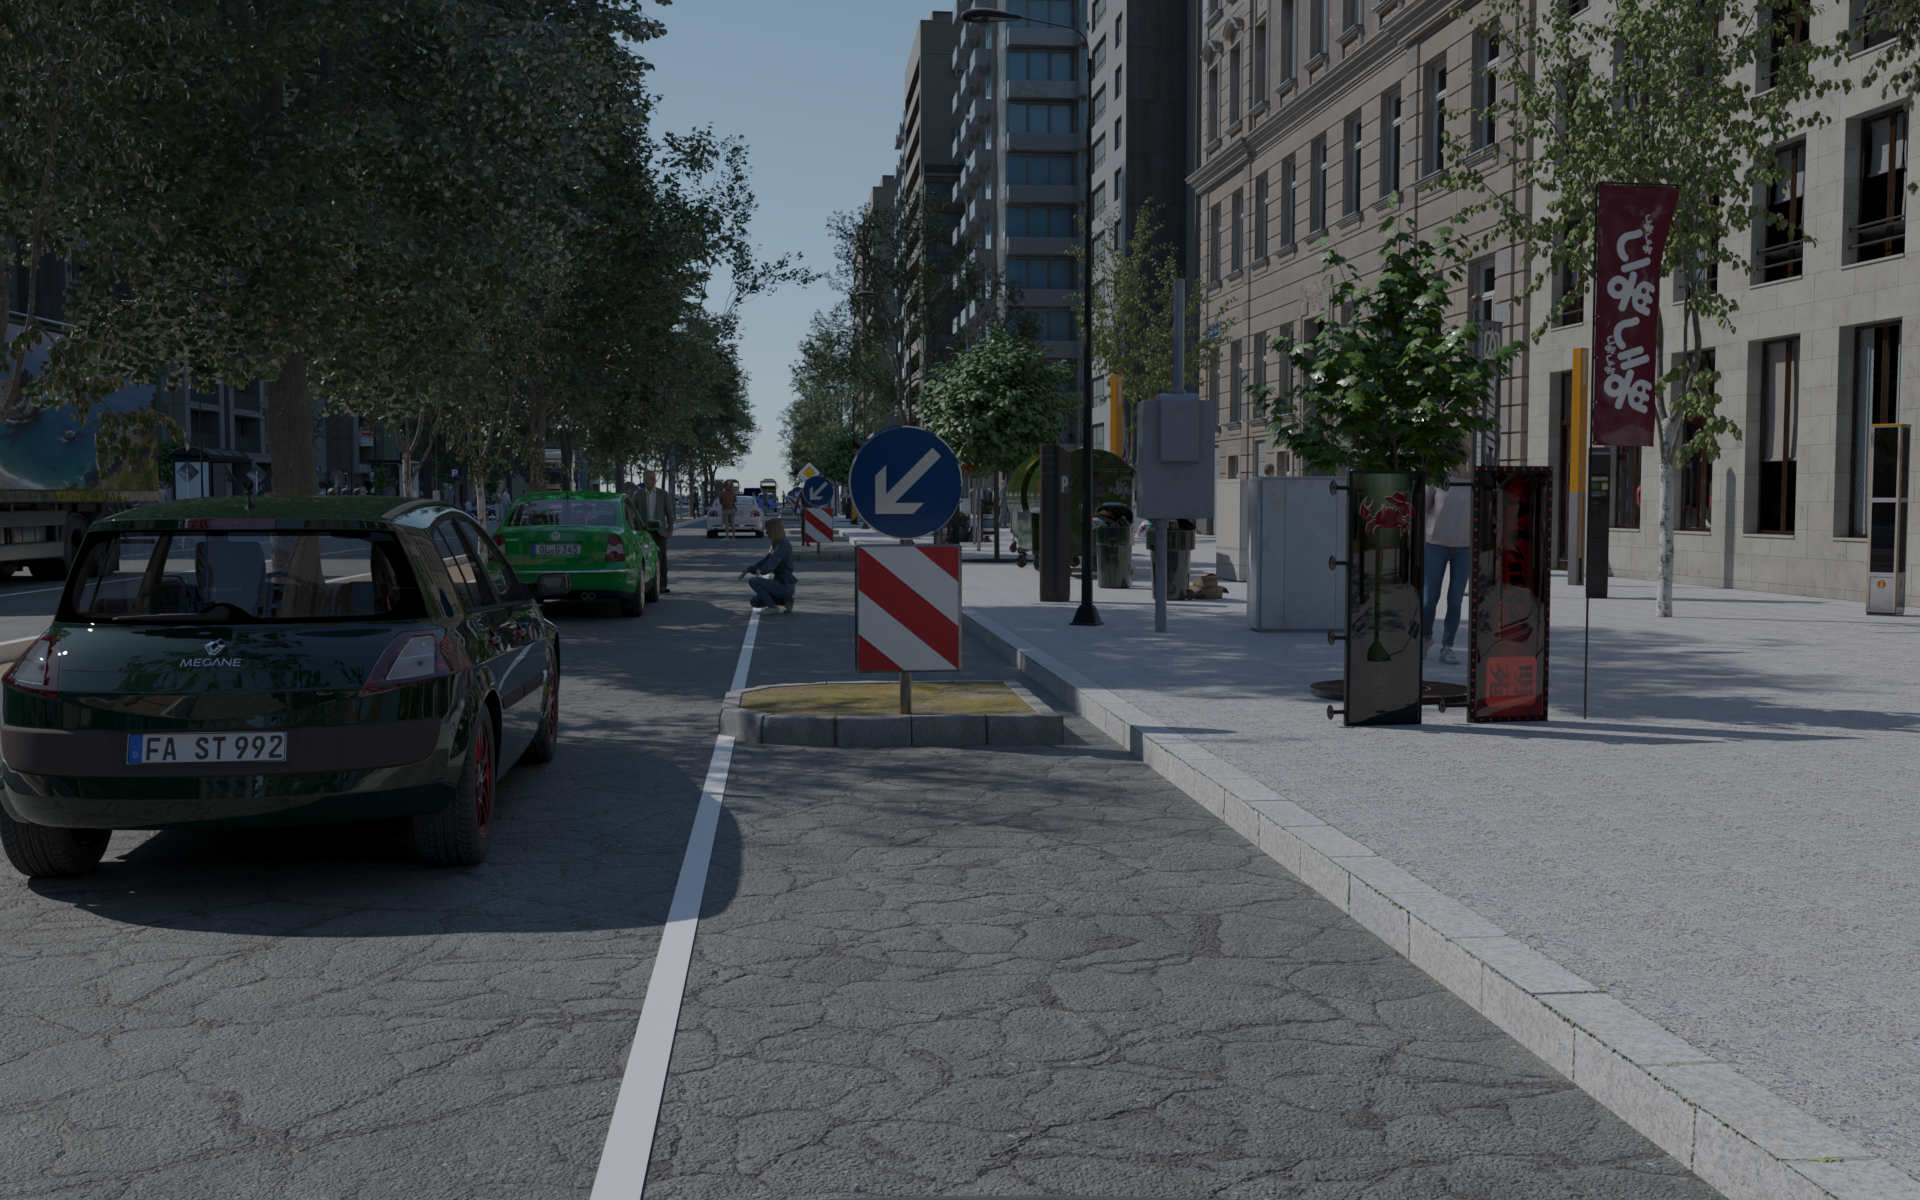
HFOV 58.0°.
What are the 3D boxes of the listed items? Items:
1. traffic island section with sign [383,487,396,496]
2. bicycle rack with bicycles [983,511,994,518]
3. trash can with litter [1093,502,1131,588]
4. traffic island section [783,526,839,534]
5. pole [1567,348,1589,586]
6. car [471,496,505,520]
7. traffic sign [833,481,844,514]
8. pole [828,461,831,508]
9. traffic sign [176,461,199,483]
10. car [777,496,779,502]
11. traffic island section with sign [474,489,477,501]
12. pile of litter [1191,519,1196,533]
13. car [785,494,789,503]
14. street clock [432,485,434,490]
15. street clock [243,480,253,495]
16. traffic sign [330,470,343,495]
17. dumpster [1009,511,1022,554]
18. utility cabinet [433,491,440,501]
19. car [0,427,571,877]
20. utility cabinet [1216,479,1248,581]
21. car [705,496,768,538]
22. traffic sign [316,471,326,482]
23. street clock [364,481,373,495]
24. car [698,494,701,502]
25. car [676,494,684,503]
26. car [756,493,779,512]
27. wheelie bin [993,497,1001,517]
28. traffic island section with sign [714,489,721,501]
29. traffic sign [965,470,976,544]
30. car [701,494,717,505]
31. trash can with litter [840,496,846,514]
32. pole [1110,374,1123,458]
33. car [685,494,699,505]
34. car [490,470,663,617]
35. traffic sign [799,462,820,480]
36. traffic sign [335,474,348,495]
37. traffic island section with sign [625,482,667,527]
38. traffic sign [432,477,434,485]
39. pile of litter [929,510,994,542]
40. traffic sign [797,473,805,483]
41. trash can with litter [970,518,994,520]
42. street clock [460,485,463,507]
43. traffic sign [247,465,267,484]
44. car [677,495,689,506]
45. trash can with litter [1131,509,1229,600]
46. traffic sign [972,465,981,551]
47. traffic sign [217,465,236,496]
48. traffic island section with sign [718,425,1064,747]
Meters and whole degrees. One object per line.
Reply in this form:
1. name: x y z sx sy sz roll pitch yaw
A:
1. traffic island section with sign: -30.158 -5.062 91.391 1.989 1.847 2.006 0 4 -6
2. bicycle rack with bicycles: 2.851 -4.926 93.929 2.925 0.926 2.852 3 5 41
3. trash can with litter: 2.102 -0.763 23.862 0.624 1.170 1.055 1 4 10
4. traffic island section: -5.409 -2.480 62.829 2.009 0.180 2.903 0 4 -6
5. pole: 8.662 -1.860 24.262 0.158 3.312 0.155 0 3 0
6. car: -26.463 -5.171 97.122 1.945 1.354 3.894 0 4 -6
7. traffic sign: -7.909 -6.904 112.877 0.884 2.594 0.081 0 4 3
8. pole: -6.830 -5.918 90.596 0.158 3.312 0.155 0 3 0
9. traffic sign: -27.019 -3.572 60.593 0.795 2.593 0.064 0 4 -6
10. car: -32.011 -17.402 297.095 1.945 1.354 3.894 0 4 -6
11. traffic island section with sign: -32.861 -6.702 118.211 1.989 1.847 2.006 0 4 -6
12. pile of litter: 7.715 -2.714 58.342 1.176 0.858 1.719 2 4 27
13. car: -24.955 -15.037 255.451 1.945 1.707 3.694 0 4 -5
14. street clock: -36.773 -7.070 120.161 0.471 2.002 0.358 -2 4 -30
15. street clock: -37.182 -5.257 90.522 0.358 2.002 0.471 2 4 30
16. traffic sign: -32.912 -5.588 91.467 0.768 2.556 0.104 0 4 1
17. dumpster: 1.740 -1.924 37.215 1.264 1.857 1.865 0 4 -6
18. utility cabinet: -33.981 -6.341 112.362 0.318 1.500 1.173 -1 4 -23
19. car: -2.860 0.112 7.959 2.009 1.686 4.222 0 4 -8
20. utility cabinet: 4.119 -1.039 25.666 0.318 1.500 1.173 0 4 -8
21. car: -7.481 -2.784 57.881 2.083 1.381 4.827 0 4 -6
22. traffic sign: -34.702 -5.726 93.725 0.768 2.556 0.104 0 4 -4
23. street clock: -32.204 -5.491 94.353 0.471 2.002 0.358 1 4 21
24. car: -42.590 -16.537 282.386 2.014 1.417 4.499 0 4 -4
25. car: -46.023 -16.857 284.647 2.155 1.783 4.494 0 4 -5
26. car: -15.263 -7.762 136.494 1.945 1.707 3.694 0 4 -6
27. wheelie bin: 2.110 -4.620 83.442 0.980 1.594 0.693 0 4 -7
28. traffic island section with sign: -20.274 -8.343 144.537 2.006 1.907 1.989 0 4 -6
29. traffic sign: 0.371 -2.687 44.045 0.768 2.556 0.104 0 4 -3
30. car: -28.089 -11.178 194.763 2.014 1.417 4.499 0 4 -6
31. trash can with litter: -6.860 -5.844 106.930 1.055 1.170 0.624 -2 4 -27
32. pole: 2.669 -2.188 29.612 0.158 3.312 0.155 0 3 0
33. car: -36.460 -13.876 235.673 1.959 1.807 4.718 0 4 -5
34. car: -4.727 -0.777 21.505 1.959 1.807 4.718 0 4 -6
35. traffic sign: -5.432 -3.704 62.744 0.795 2.593 0.064 0 4 -6
36. traffic sign: -31.722 -5.305 88.863 0.606 2.300 0.079 0 4 -5
37. traffic island section with sign: -12.716 -3.770 69.778 2.006 1.907 1.989 0 4 -6
38. traffic sign: -36.664 -7.303 119.514 0.768 2.556 0.104 0 4 0
39. pile of litter: 0.060 -1.984 46.397 1.719 0.858 1.176 1 4 22
40. traffic sign: -6.234 -4.190 70.688 0.795 2.593 0.064 0 4 -6
41. trash can with litter: 1.568 -4.615 86.517 2.233 1.210 1.678 -1 4 -10
42. street clock: -40.879 -8.421 142.246 0.358 2.002 0.471 -1 4 -17
43. traffic sign: -27.821 -4.058 68.537 0.795 2.593 0.064 0 4 -6
44. car: -33.691 -12.243 212.745 1.945 1.354 3.894 0 4 -6
45. trash can with litter: 2.728 -0.596 21.128 1.055 1.170 0.624 -2 4 -32
46. traffic sign: 0.425 -2.365 38.779 0.768 2.556 0.104 0 4 -4
47. traffic sign: -33.292 -4.810 78.652 0.884 2.594 0.081 0 4 -1
48. traffic island section with sign: -0.491 -0.132 10.783 1.989 1.847 2.006 0 4 -6
